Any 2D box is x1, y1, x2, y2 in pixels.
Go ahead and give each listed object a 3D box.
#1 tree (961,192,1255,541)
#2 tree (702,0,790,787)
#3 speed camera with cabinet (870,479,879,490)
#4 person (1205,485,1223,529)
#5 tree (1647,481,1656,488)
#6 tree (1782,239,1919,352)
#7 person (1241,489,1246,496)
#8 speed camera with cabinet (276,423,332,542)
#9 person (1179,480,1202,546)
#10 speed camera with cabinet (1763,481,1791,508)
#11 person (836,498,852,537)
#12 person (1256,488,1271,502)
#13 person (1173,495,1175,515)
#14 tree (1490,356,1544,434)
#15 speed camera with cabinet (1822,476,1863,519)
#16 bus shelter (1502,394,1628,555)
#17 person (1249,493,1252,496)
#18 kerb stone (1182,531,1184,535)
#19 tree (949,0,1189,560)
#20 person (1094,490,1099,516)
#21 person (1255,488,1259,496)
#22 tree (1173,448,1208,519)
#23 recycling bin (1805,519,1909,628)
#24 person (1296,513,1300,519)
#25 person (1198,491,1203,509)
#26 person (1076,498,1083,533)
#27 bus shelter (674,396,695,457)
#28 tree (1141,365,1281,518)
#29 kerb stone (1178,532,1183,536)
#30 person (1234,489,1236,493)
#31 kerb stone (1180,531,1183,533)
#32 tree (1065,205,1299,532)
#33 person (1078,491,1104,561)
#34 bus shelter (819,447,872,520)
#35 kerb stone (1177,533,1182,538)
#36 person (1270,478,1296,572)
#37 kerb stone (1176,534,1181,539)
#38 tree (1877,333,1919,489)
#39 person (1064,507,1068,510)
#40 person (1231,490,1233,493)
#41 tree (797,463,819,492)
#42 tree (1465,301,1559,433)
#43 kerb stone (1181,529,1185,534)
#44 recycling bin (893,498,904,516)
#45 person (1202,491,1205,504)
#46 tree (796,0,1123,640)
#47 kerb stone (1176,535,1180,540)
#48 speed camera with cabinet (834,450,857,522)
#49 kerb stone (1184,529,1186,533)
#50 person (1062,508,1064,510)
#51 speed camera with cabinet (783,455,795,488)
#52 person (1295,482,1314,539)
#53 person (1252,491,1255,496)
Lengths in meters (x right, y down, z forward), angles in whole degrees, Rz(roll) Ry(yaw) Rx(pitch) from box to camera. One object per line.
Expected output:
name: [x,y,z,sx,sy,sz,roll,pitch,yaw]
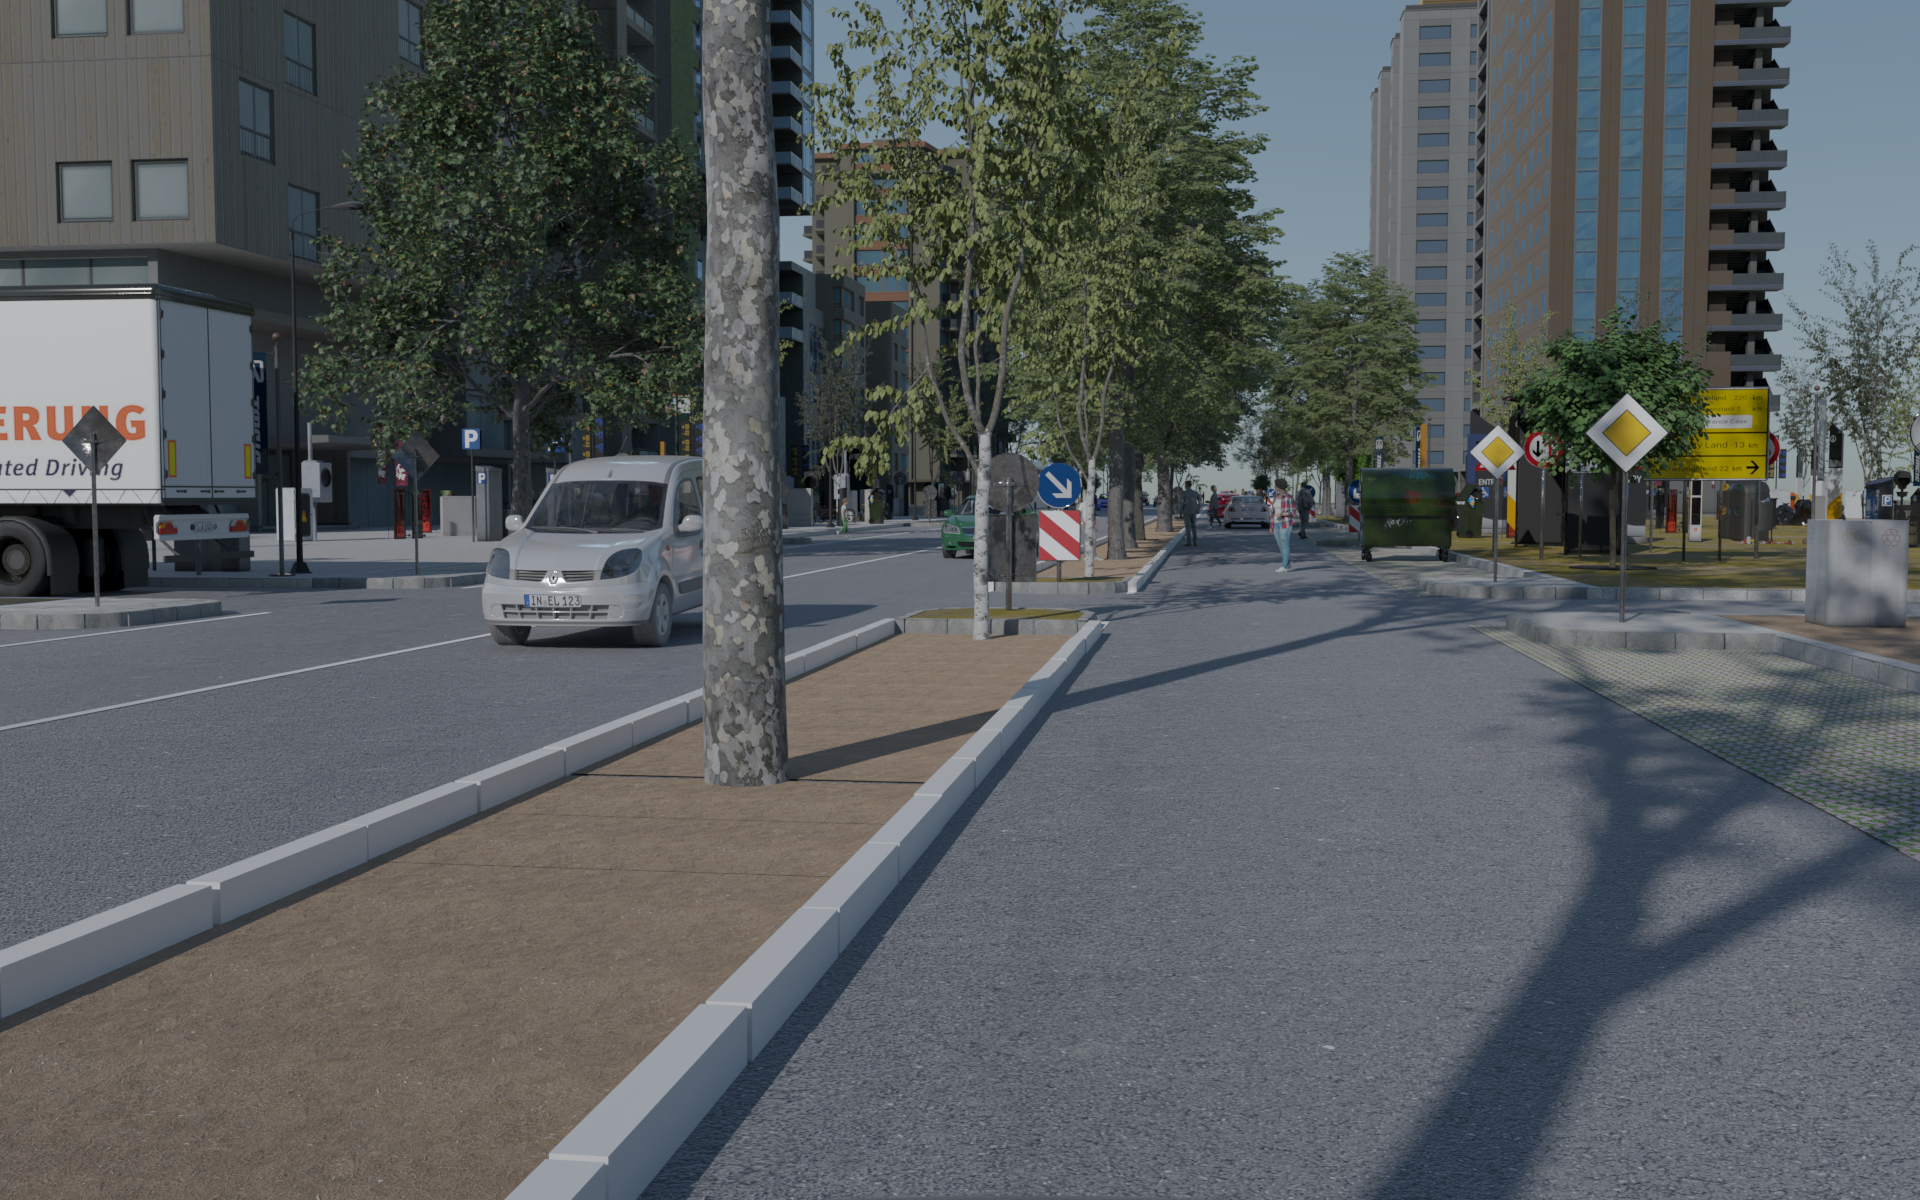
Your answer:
tree: [5.434,-7.640,53.130,9.928,11.665,9.643,0,3,0]
tree: [0.011,-9.092,6.993,12.611,20.169,13.585,0,3,0]
speed camera with cabinet: [-5.753,-6.617,102.528,2.038,3.252,0.660,2,4,35]
person: [10.312,-3.764,70.217,0.728,1.800,0.709,1,4,10]
tree: [31.753,-8.041,81.828,4.737,8.622,4.395,0,3,0]
tree: [25.739,-6.057,49.400,4.360,8.622,3.978,0,3,0]
person: [20.282,-7.080,124.353,0.705,1.812,1.348,-1,4,-13]
speed camera with cabinet: [-17.923,-3.242,47.348,0.660,3.252,2.038,0,4,8]
person: [6.319,-2.383,47.569,0.635,1.810,0.391,-2,4,-29]
speed camera with cabinet: [35.363,-4.980,75.761,2.038,3.252,0.660,-1,4,-22]
person: [-3.862,-2.738,57.511,0.590,1.304,0.306,-2,4,-33]
person: [17.872,-5.763,102.742,1.348,1.823,0.705,2,4,35]
person: [14.248,-6.598,116.470,1.348,1.812,0.705,0,4,4]
tree: [29.891,-8.616,91.240,4.360,8.622,3.978,0,3,0]
speed camera with cabinet: [45.991,-5.851,90.003,2.038,3.252,0.660,3,4,37]
bus shelter: [13.683,-2.941,39.372,1.731,3.624,6.357,1,4,8]
person: [15.396,-4.935,91.787,0.523,1.515,0.503,2,4,35]
kerb stone: [7.102,-2.072,56.148,0.120,0.150,1.000,1,4,8]
tree: [3.439,-7.111,36.857,7.486,12.596,7.792,0,3,0]
person: [9.115,-6.521,115.796,0.721,1.739,1.217,0,4,-6]
person: [19.720,-6.487,114.653,0.705,1.812,1.348,0,4,2]
tree: [12.542,-8.926,98.760,4.360,8.622,3.978,0,3,0]
recycling bin: [8.778,-0.270,16.971,0.722,1.027,0.722,1,4,8]
person: [19.366,-5.258,98.741,0.394,1.301,0.425,3,5,42]
person: [22.832,-9.497,164.695,0.541,1.710,0.530,1,4,22]
person: [4.445,-3.144,64.169,0.640,1.303,0.475,2,4,28]
bus shelter: [-8.891,-5.296,64.216,2.179,5.291,8.768,1,4,8]
tree: [8.853,-8.342,73.265,8.767,10.594,7.601,1,4,8]
kerb stone: [6.812,-1.953,54.123,0.120,0.150,1.000,1,4,8]
person: [18.199,-6.455,114.593,0.990,1.755,0.434,2,4,24]
kerb stone: [6.954,-2.015,55.135,0.120,0.150,1.000,1,4,8]
tree: [7.675,-9.499,64.428,9.857,13.997,8.962,0,3,0]
person: [2.772,-1.582,36.955,0.523,1.515,0.503,2,4,28]
bus shelter: [-5.723,-5.974,88.965,1.731,3.624,6.357,1,4,8]
kerb stone: [6.656,-1.889,53.113,0.120,0.150,1.000,1,4,8]
person: [5.951,-1.374,31.796,0.643,1.720,0.563,-2,4,-30]
kerb stone: [6.503,-1.829,52.102,0.120,0.150,1.000,1,4,8]
tree: [42.290,-7.670,75.762,4.737,8.622,4.395,0,3,0]
person: [6.867,-6.140,112.151,1.065,1.426,0.557,-2,4,-30]
person: [21.603,-7.872,137.999,1.217,1.735,0.721,2,4,34]
tree: [-8.288,-6.031,93.203,1.663,3.219,1.824,0,3,0]
tree: [21.216,-7.029,65.292,4.737,8.622,4.395,0,3,0]
kerb stone: [7.404,-2.199,58.172,0.120,0.150,1.000,1,4,8]
recycling bin: [-3.495,-5.417,101.122,0.722,1.027,0.722,-1,4,-11]
person: [35.503,-14.936,252.795,0.705,1.812,1.348,0,4,-3]
tree: [0.205,-3.922,16.948,4.737,8.622,4.395,0,3,0]
kerb stone: [6.356,-1.767,51.091,0.120,0.150,1.000,1,4,8]
speed camera with cabinet: [-5.229,-5.187,79.147,0.660,3.252,2.038,1,4,12]
kerb stone: [7.554,-2.259,59.184,0.120,0.150,1.000,1,4,8]
person: [5.669,-5.356,96.275,0.606,1.804,0.583,1,4,22]
speed camera with cabinet: [-8.554,-5.647,86.658,0.660,3.252,2.038,-1,4,-8]
person: [10.985,-2.852,55.235,0.679,1.850,0.850,3,4,36]
person: [36.347,-12.623,214.752,0.709,1.838,0.599,2,4,24]
